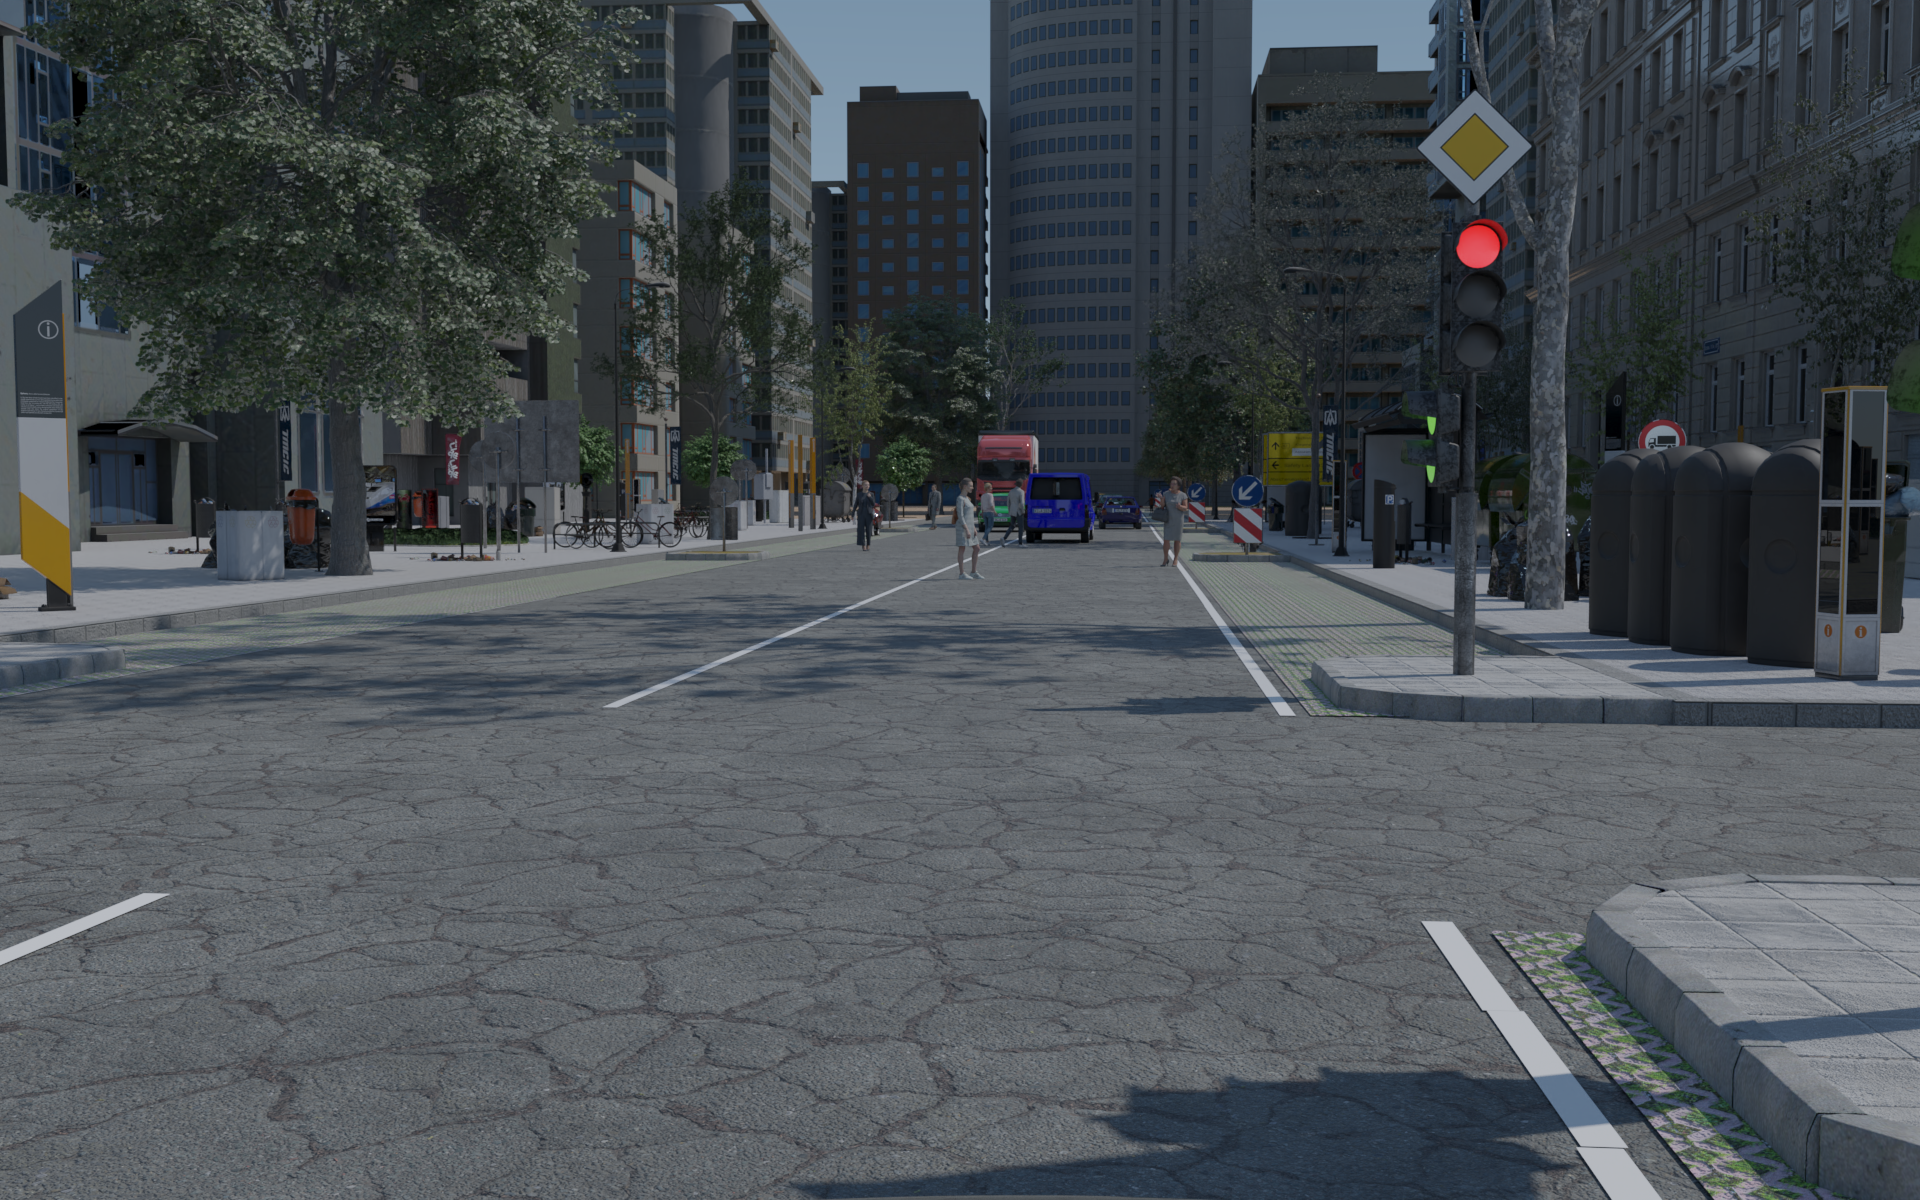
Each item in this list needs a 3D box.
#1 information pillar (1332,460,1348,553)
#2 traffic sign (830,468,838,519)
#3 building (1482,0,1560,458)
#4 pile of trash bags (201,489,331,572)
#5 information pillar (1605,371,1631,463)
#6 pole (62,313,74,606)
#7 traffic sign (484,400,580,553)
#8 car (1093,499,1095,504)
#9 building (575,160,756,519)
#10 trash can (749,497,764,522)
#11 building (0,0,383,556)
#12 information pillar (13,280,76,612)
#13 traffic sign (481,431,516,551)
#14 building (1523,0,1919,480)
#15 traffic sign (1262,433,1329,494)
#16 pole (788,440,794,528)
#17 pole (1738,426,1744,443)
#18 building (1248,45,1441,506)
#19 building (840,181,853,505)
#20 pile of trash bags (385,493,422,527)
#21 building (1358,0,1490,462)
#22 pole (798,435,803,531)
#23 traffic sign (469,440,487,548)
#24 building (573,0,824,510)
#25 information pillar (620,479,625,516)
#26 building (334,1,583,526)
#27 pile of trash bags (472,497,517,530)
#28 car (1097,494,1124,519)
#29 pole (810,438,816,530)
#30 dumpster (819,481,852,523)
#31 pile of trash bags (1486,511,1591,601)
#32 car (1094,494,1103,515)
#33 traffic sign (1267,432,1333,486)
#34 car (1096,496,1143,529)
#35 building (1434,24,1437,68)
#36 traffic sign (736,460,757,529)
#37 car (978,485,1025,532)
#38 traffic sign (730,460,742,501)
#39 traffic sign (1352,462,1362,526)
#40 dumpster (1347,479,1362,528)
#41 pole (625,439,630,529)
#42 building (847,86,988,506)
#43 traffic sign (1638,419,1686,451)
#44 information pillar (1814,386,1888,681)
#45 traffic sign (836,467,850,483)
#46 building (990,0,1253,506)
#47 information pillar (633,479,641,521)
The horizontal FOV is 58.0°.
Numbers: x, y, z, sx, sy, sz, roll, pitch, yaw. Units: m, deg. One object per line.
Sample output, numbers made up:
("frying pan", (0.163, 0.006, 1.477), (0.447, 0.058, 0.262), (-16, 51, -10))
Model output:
("information pillar", (8.288, -2.036, 37.789), (0.304, 2.012, 0.304), (1, 4, 18))
("traffic sign", (-5.978, -5.148, 84.273), (0.768, 2.556, 0.104), (1, 4, 14))
("building", (44.536, -25.037, 101.239), (32.217, 40.220, 23.993), (0, 4, 5))
("pile of trash bags", (-11.647, -1.214, 29.602), (1.912, 1.369, 3.447), (-3, 4, -37))
("information pillar", (12.564, -2.560, 33.219), (0.183, 3.616, 0.504), (-1, 4, -19))
("pole", (-10.188, -1.573, 19.566), (0.158, 3.312, 0.155), (0, 3, 0))
("traffic sign", (-9.330, -2.680, 37.694), (2.265, 3.308, 0.079), (1, 4, 14))
("car", (13.128, -9.057, 158.301), (2.015, 1.641, 3.980), (0, 4, 5))
("building", (-29.190, -15.931, 105.511), (27.650, 21.520, 28.899), (0, 4, 5))
("trash can", (-9.424, -4.214, 80.548), (0.748, 1.137, 0.748), (0, 3, 0))
("building", (-30.350, -44.623, 42.262), (22.319, 86.520, 31.000), (0, 4, 5))
("information pillar", (-9.984, -1.683, 18.869), (0.504, 3.616, 0.183), (-3, 5, -41))
("traffic sign", (-9.402, -2.149, 35.242), (0.768, 2.556, 0.104), (1, 4, 13))
("building", (32.451, -16.806, 72.037), (12.463, 27.353, 25.104), (0, 4, 5))
("traffic sign", (11.253, -3.920, 57.973), (2.265, 3.308, 0.079), (0, 4, 8))
("pole", (-6.378, -4.379, 65.433), (0.158, 3.312, 0.155), (0, 3, 0))
("pole", (23.250, -3.535, 51.641), (0.158, 3.312, 0.155), (0, 3, 0))
("building", (42.580, -34.731, 191.551), (21.600, 48.544, 21.300), (0, 4, 5))
("building", (-23.032, -31.341, 204.308), (23.993, 40.220, 32.217), (0, 4, 5))
("pile of trash bags", (-21.151, -3.268, 63.183), (3.447, 1.369, 1.912), (-1, 4, -17))
("building", (43.320, -49.855, 127.804), (22.319, 86.520, 31.000), (0, 4, 5))
("pole", (-5.487, -4.018, 59.532), (0.158, 3.312, 0.155), (0, 3, 0))
("traffic sign", (-11.200, -2.487, 40.775), (0.768, 2.556, 0.104), (1, 4, 9))
("building", (-24.237, -27.191, 136.454), (23.993, 40.220, 32.217), (0, 4, 5))
("information pillar", (-16.952, -5.050, 87.066), (0.304, 2.012, 0.304), (2, 4, 35))
("building", (-25.304, -18.497, 74.125), (14.160, 30.474, 14.107), (0, 4, 5))
("pile of trash bags", (-16.112, -3.179, 61.724), (3.447, 1.369, 1.912), (3, 4, 37))
("car", (8.893, -5.459, 101.047), (2.131, 1.459, 4.920), (0, 4, 5))
("pole", (-5.324, -4.206, 62.609), (0.158, 3.312, 0.155), (0, 3, 0))
("dumpster", (-5.617, -4.405, 77.778), (1.264, 1.857, 1.865), (0, 4, 5))
("pile of trash bags", (8.255, -0.698, 21.159), (3.447, 1.369, 1.912), (1, 4, 15))
("car", (10.253, -6.595, 119.633), (2.131, 1.459, 4.920), (0, 4, 7))
("traffic sign", (11.184, -3.840, 56.664), (2.265, 3.308, 0.079), (0, 4, 7))
("car", (6.614, -3.616, 71.696), (1.945, 1.354, 3.894), (0, 4, 4))
("building", (67.415, -39.591, 189.309), (28.212, 58.520, 21.231), (0, 4, 5))
("traffic sign", (-7.905, -3.915, 64.114), (0.768, 2.556, 0.104), (0, 4, 7))
("car", (1.722, -3.531, 66.530), (1.959, 1.807, 4.718), (0, 4, 6))
("traffic sign", (-8.171, -3.928, 64.325), (0.768, 2.556, 0.104), (1, 4, 11))
("traffic sign", (15.880, -4.184, 68.508), (0.768, 2.556, 0.104), (0, 4, 6))
("dumpster", (15.374, -3.683, 65.972), (1.264, 1.857, 1.865), (0, 4, 5))
("pole", (-12.306, -4.298, 64.117), (0.158, 3.312, 0.155), (0, 3, 0))
("building", (-4.410, -33.217, 193.211), (14.200, 45.320, 14.600), (0, 4, 5))
("traffic sign", (11.937, -1.799, 29.514), (0.768, 2.556, 0.104), (1, 4, 13))
("information pillar", (6.159, -0.458, 11.977), (0.304, 2.012, 0.304), (0, 4, -7))
("traffic sign", (-5.572, -5.010, 82.015), (0.768, 2.556, 0.104), (1, 4, 14))
("building", (17.663, -39.894, 194.268), (28.212, 58.520, 21.231), (0, 4, 5))
("information pillar", (-15.395, -4.775, 82.567), (0.304, 2.012, 0.304), (0, 4, 2))
